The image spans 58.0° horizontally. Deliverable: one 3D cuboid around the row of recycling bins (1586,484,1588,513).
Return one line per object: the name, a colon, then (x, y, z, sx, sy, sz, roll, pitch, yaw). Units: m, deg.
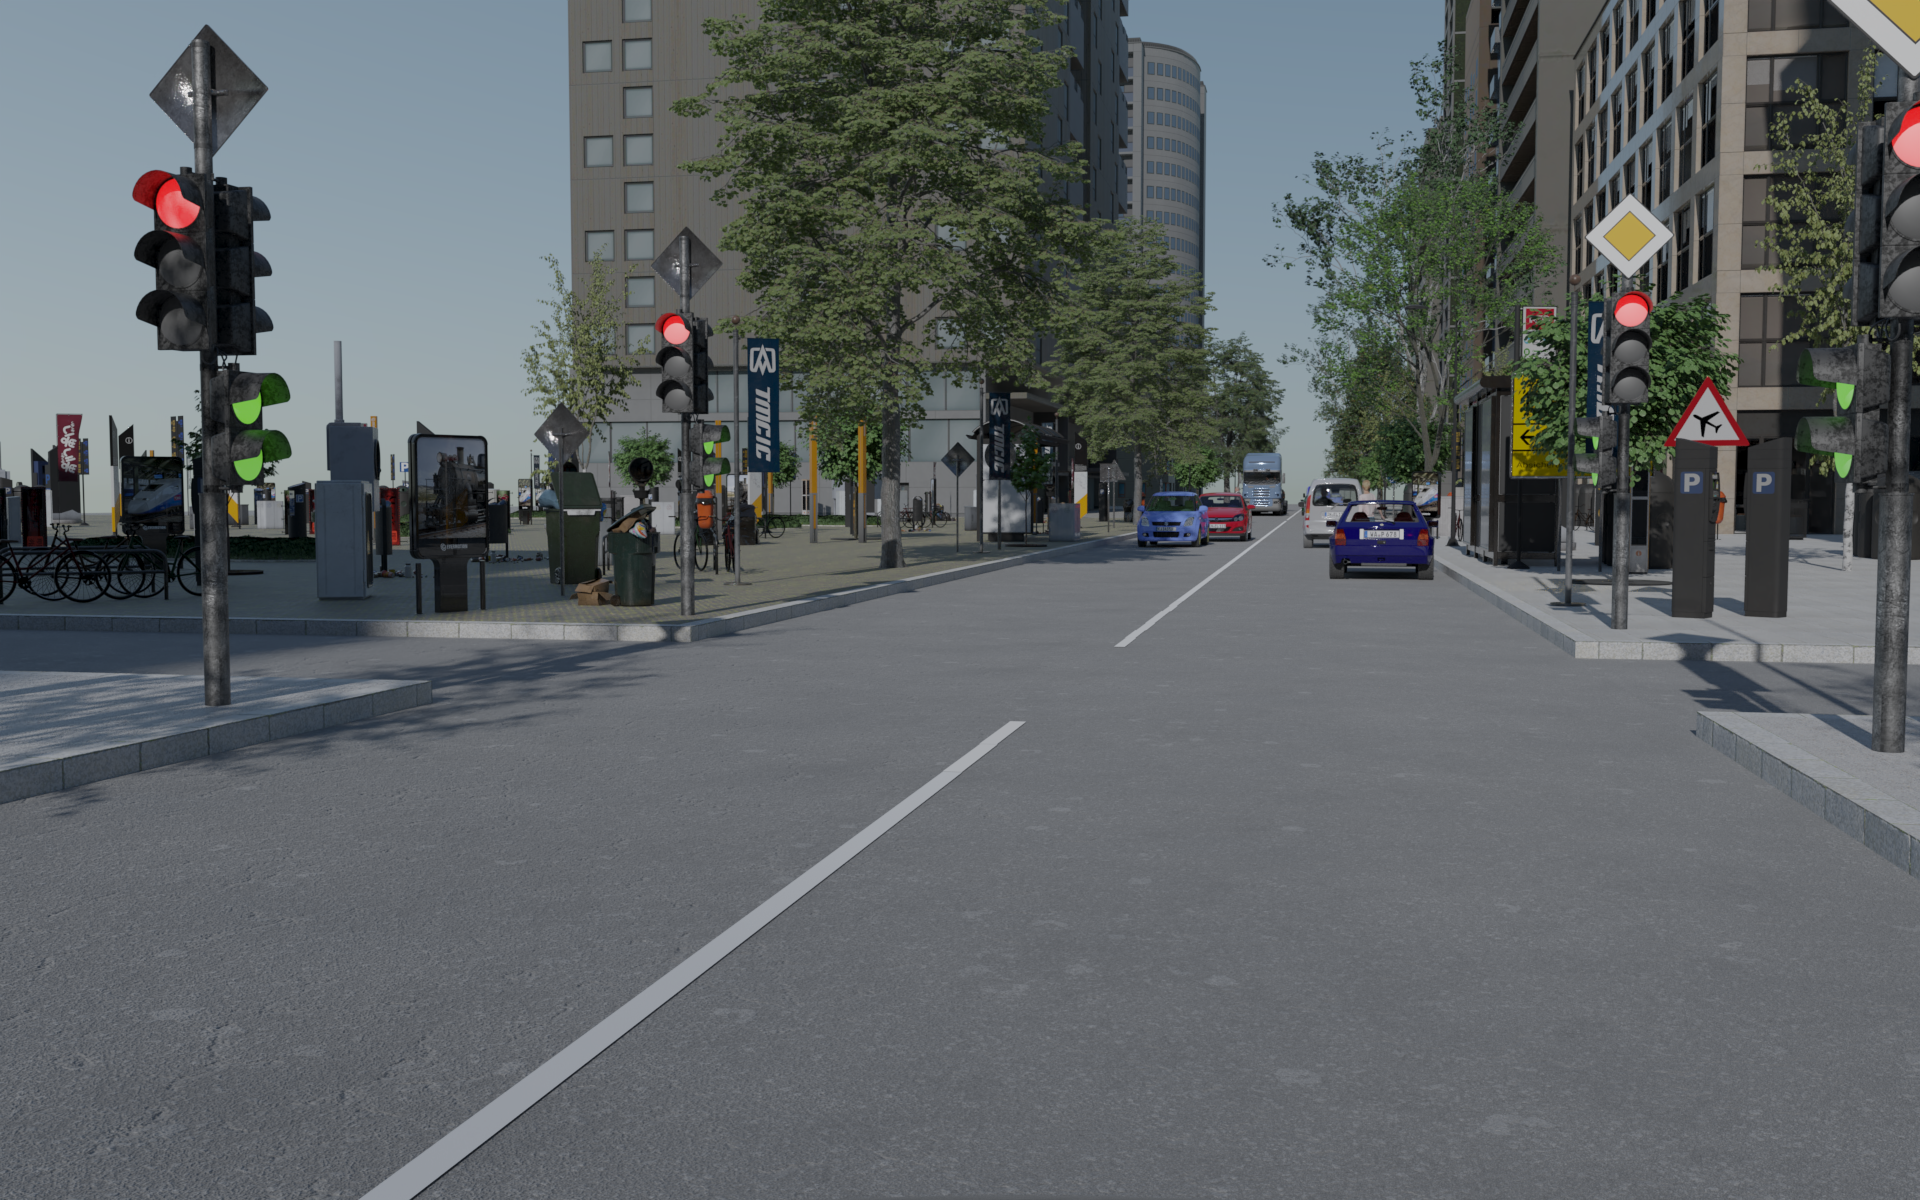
row of recycling bins: (16.072, -2.102, 41.473, 1.069, 1.692, 3.534, 0, 4, 6)

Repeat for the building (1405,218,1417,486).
building: (67.851, -33.733, 235.136, 14.154, 41.232, 14.086, 1, 4, 12)

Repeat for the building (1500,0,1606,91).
building: (42.560, -28.994, 97.758, 21.300, 48.544, 21.600, 1, 4, 12)

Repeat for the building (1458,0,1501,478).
building: (49.991, -30.322, 145.868, 14.600, 45.320, 14.200, 1, 4, 12)

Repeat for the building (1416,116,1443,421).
building: (68.608, -36.261, 216.563, 21.300, 48.544, 21.600, 1, 4, 12)

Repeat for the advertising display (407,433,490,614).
advertising display: (-5.543, -0.832, 18.818, 0.123, 1.923, 0.974, 3, 4, 36)

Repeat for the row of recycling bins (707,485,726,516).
row of recycling bins: (-10.774, -4.286, 77.194, 1.069, 1.692, 3.534, 0, 4, -3)

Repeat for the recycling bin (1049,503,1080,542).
recycling bin: (2.840, -2.109, 47.031, 0.722, 1.027, 0.722, 1, 4, 18)

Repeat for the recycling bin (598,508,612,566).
recycling bin: (-6.714, -1.124, 30.937, 0.722, 1.027, 0.722, 2, 4, 29)

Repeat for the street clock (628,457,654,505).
street clock: (-6.244, -1.797, 33.948, 0.471, 2.002, 0.358, -1, 4, -15)

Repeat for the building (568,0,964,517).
building: (-6.904, -31.853, 110.043, 28.713, 52.752, 27.495, 1, 4, 12)

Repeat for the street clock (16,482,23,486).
street clock: (-55.275, -5.949, 101.834, 0.471, 2.002, 0.358, 3, 5, 44)

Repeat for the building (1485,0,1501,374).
building: (49.742, -30.775, 122.787, 23.786, 49.044, 30.456, 1, 4, 12)

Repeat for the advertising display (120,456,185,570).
advertising display: (-13.726, -1.483, 29.466, 0.974, 1.923, 0.123, -2, 4, -34)

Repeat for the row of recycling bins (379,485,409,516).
row of recycling bins: (-27.711, -4.565, 81.745, 3.534, 1.692, 1.069, 0, 4, -5)

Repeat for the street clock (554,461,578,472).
street clock: (-8.736, -2.073, 38.472, 0.471, 2.002, 0.358, -2, 4, -31)

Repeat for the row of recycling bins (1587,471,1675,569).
row of recycling bins: (12.122, -1.471, 31.164, 1.069, 1.692, 3.534, 1, 4, 13)

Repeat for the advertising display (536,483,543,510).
advertising display: (-23.883, -5.714, 98.641, 0.974, 1.923, 0.123, 3, 5, 44)

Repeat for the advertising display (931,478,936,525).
advertising display: (-1.091, -4.053, 71.478, 0.123, 1.923, 0.974, 0, 4, -8)

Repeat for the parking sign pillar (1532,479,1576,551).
parking sign pillar: (13.378, -3.129, 39.625, 1.447, 3.967, 1.447, 0, 4, 2)

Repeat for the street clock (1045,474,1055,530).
street clock: (3.238, -3.516, 62.050, 0.471, 2.002, 0.358, 1, 4, 18)

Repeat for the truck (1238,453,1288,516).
truck: (21.168, -7.938, 119.551, 2.967, 4.110, 18.799, 1, 4, 12)

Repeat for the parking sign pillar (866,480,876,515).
parking sign pillar: (-4.051, -5.421, 77.107, 1.447, 3.967, 1.447, 0, 4, -7)

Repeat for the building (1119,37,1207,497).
building: (20.524, -41.868, 226.545, 21.231, 58.520, 28.212, 1, 4, 12)

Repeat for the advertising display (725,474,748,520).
advertising display: (-6.945, -3.044, 54.981, 0.974, 1.923, 0.123, -1, 4, -18)

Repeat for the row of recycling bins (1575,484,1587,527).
row of recycling bins: (24.966, -3.776, 68.857, 1.069, 1.692, 3.534, 0, 4, -3)

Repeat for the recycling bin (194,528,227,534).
recycling bin: (-20.155, -2.081, 46.585, 0.722, 1.027, 0.722, -2, 4, -35)

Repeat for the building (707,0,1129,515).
building: (-1.316, -33.497, 136.914, 28.713, 52.752, 27.495, 1, 4, 12)

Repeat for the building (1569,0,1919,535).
building: (36.909, -16.198, 69.357, 19.350, 26.468, 34.151, 1, 4, 12)

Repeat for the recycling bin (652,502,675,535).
recycling bin: (-9.393, -2.587, 54.852, 0.722, 1.027, 0.722, -1, 4, -10)

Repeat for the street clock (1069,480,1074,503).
street clock: (6.024, -5.356, 92.133, 0.358, 2.002, 0.471, -2, 4, -35)

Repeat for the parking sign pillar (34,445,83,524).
parking sign pillar: (-38.844, -5.290, 74.971, 1.447, 3.967, 1.447, 2, 4, 35)

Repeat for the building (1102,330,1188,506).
building: (11.557, -21.736, 200.426, 27.650, 21.520, 28.899, 1, 4, 12)

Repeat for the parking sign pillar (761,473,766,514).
parking sign pillar: (-9.461, -5.712, 81.865, 1.447, 3.967, 1.447, 0, 4, 1)

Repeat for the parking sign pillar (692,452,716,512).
parking sign pillar: (-11.967, -5.712, 81.858, 1.447, 3.967, 1.447, -2, 4, -32)

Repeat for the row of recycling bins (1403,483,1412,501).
row of recycling bins: (15.845, -3.217, 59.709, 1.069, 1.692, 3.534, 1, 4, 18)

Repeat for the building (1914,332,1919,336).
building: (40.789, -15.238, 25.555, 44.131, 29.872, 17.030, 1, 4, 12)

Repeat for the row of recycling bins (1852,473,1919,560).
row of recycling bins: (18.730, -1.715, 35.151, 1.069, 1.692, 3.534, 1, 4, 19)

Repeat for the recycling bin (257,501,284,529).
recycling bin: (-25.321, -3.122, 63.600, 0.722, 1.027, 0.722, -3, 5, -44)

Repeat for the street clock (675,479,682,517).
street clock: (-13.819, -4.958, 85.633, 0.471, 2.002, 0.358, 2, 4, 33)

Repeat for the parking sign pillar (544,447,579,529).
parking sign pillar: (-14.567, -4.598, 63.644, 1.447, 3.967, 1.447, 3, 5, 39)

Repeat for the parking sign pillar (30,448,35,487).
parking sign pillar: (-54.389, -6.987, 102.706, 1.447, 3.967, 1.447, 1, 4, 17)

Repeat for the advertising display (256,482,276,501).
advertising display: (-38.336, -5.535, 95.703, 0.974, 1.923, 0.123, -2, 4, -26)

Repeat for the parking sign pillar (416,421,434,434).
parking sign pillar: (-19.427, -4.591, 63.541, 1.447, 3.967, 1.447, 1, 4, 22)

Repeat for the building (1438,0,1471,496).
building: (63.298, -46.312, 195.458, 20.563, 71.187, 20.611, 1, 4, 12)

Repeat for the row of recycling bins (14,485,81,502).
row of recycling bins: (-41.623, -4.401, 79.069, 1.069, 1.692, 3.534, 1, 4, 17)

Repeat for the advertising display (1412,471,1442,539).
advertising display: (13.319, -2.708, 49.485, 0.123, 1.923, 0.974, -2, 4, -34)
